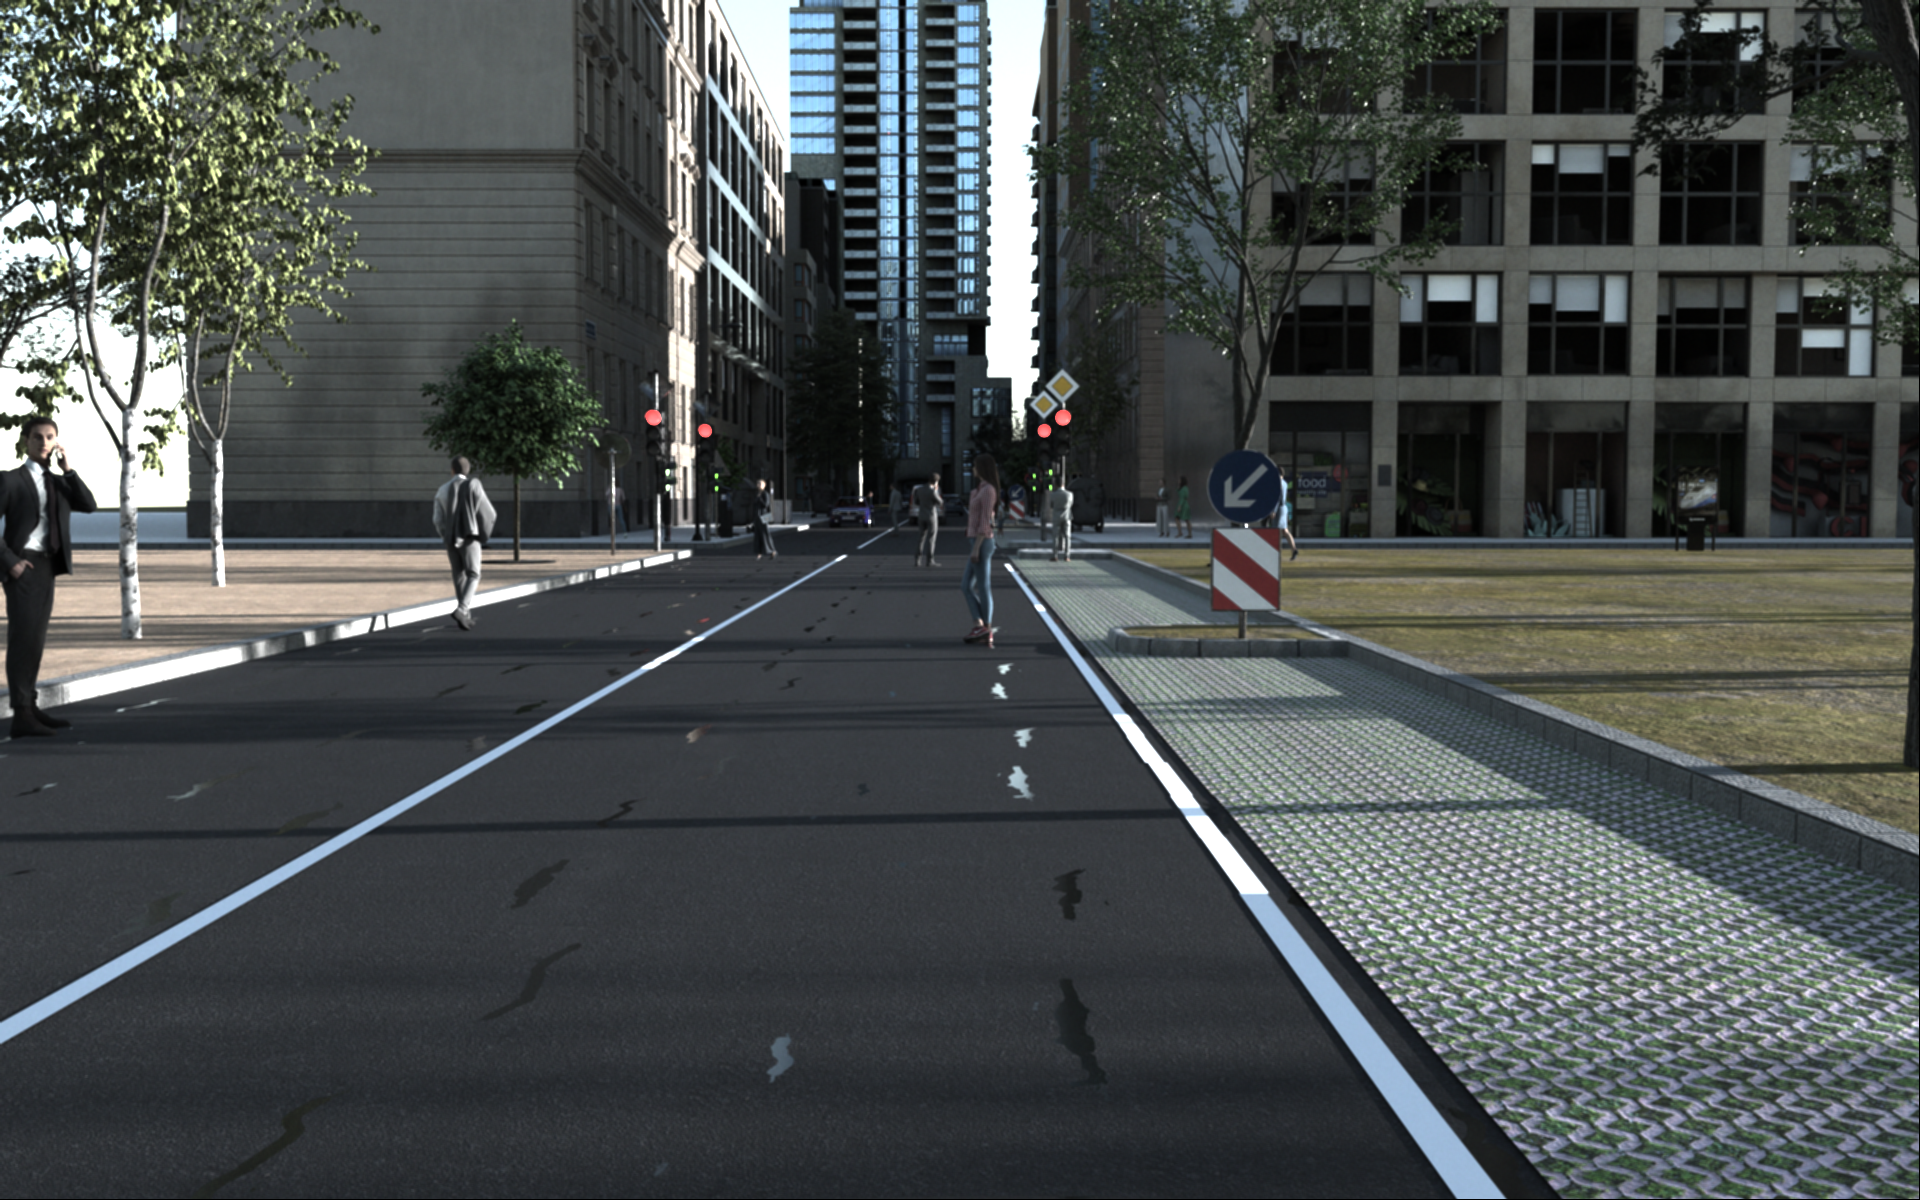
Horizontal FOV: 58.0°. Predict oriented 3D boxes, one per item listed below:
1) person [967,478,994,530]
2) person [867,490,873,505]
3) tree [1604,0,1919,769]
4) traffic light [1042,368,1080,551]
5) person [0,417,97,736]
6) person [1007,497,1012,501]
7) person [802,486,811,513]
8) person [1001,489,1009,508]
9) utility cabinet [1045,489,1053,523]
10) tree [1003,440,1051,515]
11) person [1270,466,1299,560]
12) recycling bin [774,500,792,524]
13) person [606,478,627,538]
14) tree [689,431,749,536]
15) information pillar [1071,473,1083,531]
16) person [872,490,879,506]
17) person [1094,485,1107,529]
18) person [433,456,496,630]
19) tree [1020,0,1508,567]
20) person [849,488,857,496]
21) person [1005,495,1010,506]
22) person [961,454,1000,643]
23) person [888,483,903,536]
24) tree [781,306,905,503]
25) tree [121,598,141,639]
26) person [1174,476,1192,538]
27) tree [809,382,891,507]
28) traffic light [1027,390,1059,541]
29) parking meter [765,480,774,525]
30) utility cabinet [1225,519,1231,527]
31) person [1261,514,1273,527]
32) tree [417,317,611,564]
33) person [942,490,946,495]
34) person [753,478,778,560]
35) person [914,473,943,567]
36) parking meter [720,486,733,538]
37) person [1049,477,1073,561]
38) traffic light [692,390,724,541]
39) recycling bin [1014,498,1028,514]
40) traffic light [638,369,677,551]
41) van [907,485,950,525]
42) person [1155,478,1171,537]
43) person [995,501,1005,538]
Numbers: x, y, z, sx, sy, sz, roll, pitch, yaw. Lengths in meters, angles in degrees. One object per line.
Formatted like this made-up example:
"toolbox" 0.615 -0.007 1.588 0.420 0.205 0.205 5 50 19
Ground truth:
"person" 0.391 -1.400 31.392 0.555 1.821 0.388 -3 4 -36
"person" -10.085 -11.421 193.477 0.721 1.736 1.217 -2 4 -32
"tree" 4.879 -4.502 8.022 7.601 10.594 8.767 -3 4 -38
"traffic light" 2.272 -3.055 38.869 0.839 4.253 0.868 0 4 0
"person" -5.575 -0.162 10.518 0.474 1.900 0.648 0 4 5
"person" 5.110 -9.972 172.300 0.991 1.433 0.599 0 4 -3
"person" -10.376 -6.779 116.869 0.713 1.824 0.794 -2 4 -27
"person" 4.138 -9.393 160.166 0.990 1.755 0.434 3 5 41
"utility cabinet" 4.220 -4.154 76.595 0.318 1.500 1.173 3 5 40
"tree" 4.179 -7.398 104.670 4.285 4.588 4.351 0 3 0
"person" 6.252 -1.688 33.668 0.654 1.822 0.581 3 5 44
"recycling bin" -7.656 -3.812 74.886 0.722 1.027 0.722 0 4 1
"person" -9.933 -2.672 50.324 0.593 1.750 0.643 -2 4 -30
"tree" -7.161 -3.577 53.085 1.663 3.219 1.824 0 3 0
"information pillar" 4.065 -3.412 60.280 0.304 2.012 0.304 3 4 36
"person" -8.964 -10.802 183.206 0.990 1.755 0.434 -2 4 -35
"person" 5.128 -3.564 64.483 0.661 1.801 0.590 0 4 5
"person" -5.256 -0.600 18.412 0.679 1.850 0.850 0 4 2
"tree" 5.090 -6.389 30.210 9.928 11.665 9.643 0 3 0
"person" -8.986 -8.478 144.668 0.705 1.822 1.348 -3 5 -42
"person" 4.996 -10.841 184.011 0.721 1.743 1.217 2 4 32
"person" 0.196 -0.506 16.784 0.388 1.821 0.555 -1 4 -9
"person" -2.210 -3.067 58.748 0.391 1.810 0.635 1 4 18
"tree" -7.050 -11.441 105.190 7.486 12.596 7.792 0 3 0
"tree" -7.379 -3.978 15.403 4.737 8.622 4.395 0 3 0
"person" 6.466 -2.680 50.105 0.529 1.795 0.600 1 4 12
"tree" -7.774 -9.901 112.238 4.737 8.622 4.395 0 3 0
"traffic light" 2.245 -3.543 46.854 0.839 4.253 0.868 0 4 0
"parking meter" -8.014 -4.104 72.813 0.255 1.863 0.399 1 4 14
"utility cabinet" 7.387 -2.168 46.615 0.306 1.237 1.020 0 4 -6
"person" 6.916 -2.004 38.977 0.661 1.801 0.590 2 4 28
"tree" -8.224 -2.968 32.236 4.285 4.588 4.351 0 3 0
"person" -1.474 -8.640 149.703 1.348 1.831 0.705 0 4 2
"person" -4.306 -1.768 37.831 0.576 1.772 0.534 2 4 35
"person" -0.621 -1.595 34.391 0.655 1.846 0.447 3 4 38
"parking meter" -6.861 -2.594 50.826 0.372 1.533 0.369 0 3 0
"person" 2.134 -1.718 36.778 0.511 1.800 0.466 -1 4 -17
"traffic light" -6.816 -3.540 46.808 0.839 4.253 0.868 0 4 0
"recycling bin" 3.933 -5.974 110.232 0.722 1.027 0.722 -3 5 -45
"traffic light" -6.789 -3.052 38.823 0.839 4.253 0.868 0 4 0
"van" -1.513 -4.558 81.530 2.013 2.044 4.112 0 4 1
"person" 6.046 -2.769 51.870 0.362 1.759 0.519 -3 5 -43
"person" 1.291 -2.638 56.320 0.352 1.250 0.332 3 5 43
